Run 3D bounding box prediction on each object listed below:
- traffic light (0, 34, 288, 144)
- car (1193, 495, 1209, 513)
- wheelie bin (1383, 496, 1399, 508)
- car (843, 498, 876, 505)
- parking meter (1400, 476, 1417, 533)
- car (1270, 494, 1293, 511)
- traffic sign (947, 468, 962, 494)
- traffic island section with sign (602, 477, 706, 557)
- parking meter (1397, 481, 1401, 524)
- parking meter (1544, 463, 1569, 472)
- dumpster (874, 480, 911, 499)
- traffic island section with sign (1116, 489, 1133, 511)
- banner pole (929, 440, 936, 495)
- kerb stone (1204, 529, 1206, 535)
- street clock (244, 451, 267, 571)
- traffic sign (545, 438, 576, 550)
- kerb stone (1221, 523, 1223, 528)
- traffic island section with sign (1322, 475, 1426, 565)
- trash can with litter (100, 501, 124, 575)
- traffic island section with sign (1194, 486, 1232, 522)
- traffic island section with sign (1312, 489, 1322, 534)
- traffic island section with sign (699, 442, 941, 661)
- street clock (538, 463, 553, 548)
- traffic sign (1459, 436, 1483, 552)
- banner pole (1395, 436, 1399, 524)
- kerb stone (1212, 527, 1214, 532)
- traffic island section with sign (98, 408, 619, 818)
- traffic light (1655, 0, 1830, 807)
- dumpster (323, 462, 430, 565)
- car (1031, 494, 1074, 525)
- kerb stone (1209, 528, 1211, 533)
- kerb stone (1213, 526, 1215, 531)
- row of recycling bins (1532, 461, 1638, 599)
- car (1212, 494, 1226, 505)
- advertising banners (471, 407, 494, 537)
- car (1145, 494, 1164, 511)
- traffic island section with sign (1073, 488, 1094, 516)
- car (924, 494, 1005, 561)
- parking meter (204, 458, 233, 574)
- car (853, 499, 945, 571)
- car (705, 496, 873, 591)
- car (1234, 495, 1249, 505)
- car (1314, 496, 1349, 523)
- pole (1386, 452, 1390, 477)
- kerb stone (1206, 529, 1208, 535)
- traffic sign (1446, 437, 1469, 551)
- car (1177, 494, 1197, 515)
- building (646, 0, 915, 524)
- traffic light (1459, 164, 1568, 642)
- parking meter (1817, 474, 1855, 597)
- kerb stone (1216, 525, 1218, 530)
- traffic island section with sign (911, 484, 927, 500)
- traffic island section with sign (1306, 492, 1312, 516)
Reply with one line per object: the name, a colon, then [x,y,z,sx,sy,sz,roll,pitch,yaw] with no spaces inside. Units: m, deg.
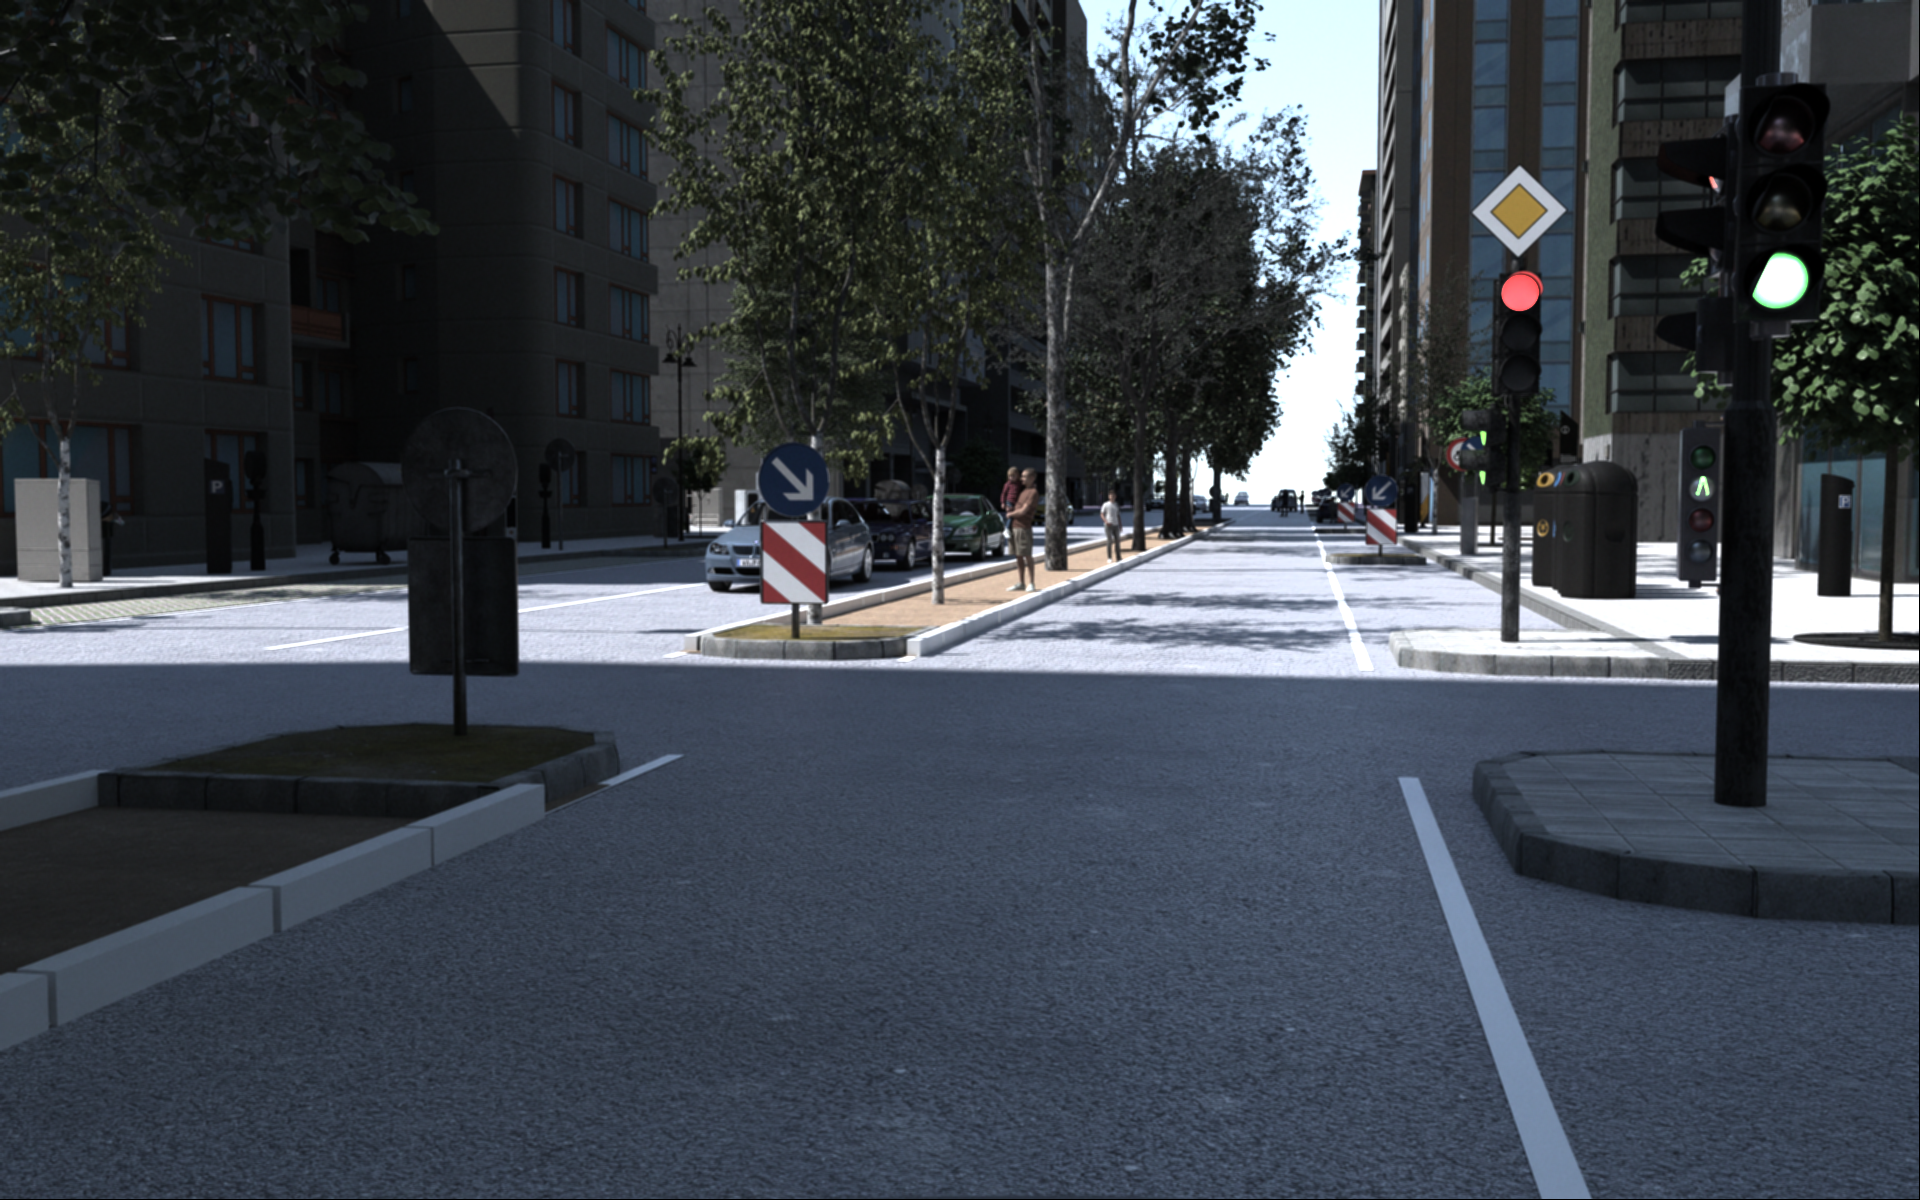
traffic light: [-9.178,-2.631,17.690,4.771,5.953,1.251,1,4,11]
car: [18.173,-7.411,133.529,2.083,1.381,4.827,1,4,13]
wheelie bin: [19.624,-4.384,79.591,0.980,1.594,0.693,0,4,4]
car: [-2.925,-1.955,44.548,1.945,1.354,3.894,1,4,11]
parking meter: [14.989,-3.177,57.662,0.399,1.863,0.255,2,4,26]
car: [27.479,-8.305,147.790,2.014,1.417,4.499,1,4,12]
traffic sign: [-0.297,-5.225,85.540,0.768,2.556,0.104,1,4,12]
traffic island section with sign: [-6.975,-1.923,40.062,1.989,1.847,2.006,1,4,11]
parking meter: [18.762,-4.138,73.370,0.255,1.863,0.399,2,4,24]
parking meter: [11.178,-1.637,32.474,0.399,1.863,0.255,3,4,38]
dumpster: [-2.833,-4.064,72.199,1.264,1.857,1.865,1,4,11]
traffic island section with sign: [13.199,-8.189,142.525,1.989,1.847,2.006,1,4,11]
banner pole: [-1.198,-5.507,80.061,0.863,3.779,0.401,3,5,42]
kerb stone: [8.206,-2.250,58.978,0.120,0.150,1.000,1,4,11]
street clock: [-11.799,-1.497,29.050,0.358,2.002,0.471,-3,4,-39]
traffic sign: [-9.117,-2.408,39.485,0.768,2.556,0.104,1,4,14]
kerb stone: [10.586,-2.985,71.058,0.120,0.150,1.000,1,4,11]
traffic island section with sign: [8.605,-1.673,35.978,1.989,1.847,2.006,1,4,11]
trash can with litter: [-13.551,-0.949,26.896,0.624,1.170,1.055,1,4,8]
traffic island section with sign: [13.168,-4.984,89.631,2.006,1.907,1.989,1,4,11]
traffic island section with sign: [13.980,-3.345,63.324,1.989,1.847,2.006,1,4,11]
traffic island section with sign: [-1.341,-0.475,15.901,2.006,1.907,1.989,1,4,11]
street clock: [-9.790,-2.223,40.910,0.358,2.002,0.471,0,4,-8]
traffic sign: [11.384,-2.327,38.159,0.768,2.556,0.104,1,4,20]
banner pole: [18.850,-5.177,74.655,0.401,3.779,0.863,1,4,21]
kerb stone: [9.201,-2.554,64.022,0.120,0.150,1.000,1,4,11]
traffic island section with sign: [-2.781,-0.030,8.635,2.006,1.907,1.989,1,4,11]
traffic light: [1.148,-2.000,7.363,4.771,5.953,1.251,1,4,11]
dumpster: [-10.719,-1.600,31.922,1.264,1.857,1.865,1,4,11]
car: [4.241,-4.270,80.044,2.015,1.641,3.980,1,4,10]
kerb stone: [8.800,-2.435,62.012,0.120,0.150,1.000,1,4,11]
kerb stone: [9.392,-2.614,65.026,0.120,0.150,1.000,1,4,11]
row of recycling bins: [8.213,-0.956,22.751,1.069,1.692,3.534,1,4,11]
car: [35.381,-13.850,236.226,2.009,1.686,4.222,1,4,10]
advertising banners: [-9.855,-2.420,35.760,0.090,3.025,2.074,-2,4,-27]
car: [16.491,-8.268,144.968,2.009,1.686,4.222,1,4,10]
traffic island section with sign: [7.920,-6.552,115.755,1.989,1.847,2.006,1,4,11]
car: [-0.125,-1.634,38.515,2.131,1.459,4.920,1,4,10]
parking meter: [-11.922,-1.356,27.886,0.399,1.863,0.255,-1,4,-17]
car: [-1.469,-1.292,33.712,1.945,1.354,3.894,1,4,12]
car: [-2.554,-0.916,26.977,2.014,1.417,4.499,1,4,10]
car: [36.802,-13.083,226.271,2.083,1.381,4.827,1,4,12]
car: [18.760,-4.537,86.764,1.945,1.354,3.894,1,4,10]
pole: [20.853,-5.541,84.438,0.158,3.312,0.155,0,3,0]
kerb stone: [8.406,-2.312,59.990,0.120,0.150,1.000,1,4,11]
traffic sign: [11.239,-2.360,38.699,0.768,2.556,0.104,1,4,20]
car: [15.539,-6.782,120.667,2.009,1.686,4.222,1,4,9]
building: [-13.148,-39.444,83.163,20.563,71.187,20.611,1,4,11]
traffic light: [4.760,-1.591,14.935,0.839,4.253,0.868,1,4,11]
parking meter: [10.993,-0.815,21.739,0.372,1.533,0.369,0,3,0]
kerb stone: [9.797,-2.737,67.045,0.120,0.150,1.000,1,4,11]
traffic island section with sign: [-1.645,-3.578,67.126,1.989,1.847,2.006,1,4,11]
traffic island section with sign: [23.762,-6.381,112.956,1.989,1.847,2.006,1,4,11]
